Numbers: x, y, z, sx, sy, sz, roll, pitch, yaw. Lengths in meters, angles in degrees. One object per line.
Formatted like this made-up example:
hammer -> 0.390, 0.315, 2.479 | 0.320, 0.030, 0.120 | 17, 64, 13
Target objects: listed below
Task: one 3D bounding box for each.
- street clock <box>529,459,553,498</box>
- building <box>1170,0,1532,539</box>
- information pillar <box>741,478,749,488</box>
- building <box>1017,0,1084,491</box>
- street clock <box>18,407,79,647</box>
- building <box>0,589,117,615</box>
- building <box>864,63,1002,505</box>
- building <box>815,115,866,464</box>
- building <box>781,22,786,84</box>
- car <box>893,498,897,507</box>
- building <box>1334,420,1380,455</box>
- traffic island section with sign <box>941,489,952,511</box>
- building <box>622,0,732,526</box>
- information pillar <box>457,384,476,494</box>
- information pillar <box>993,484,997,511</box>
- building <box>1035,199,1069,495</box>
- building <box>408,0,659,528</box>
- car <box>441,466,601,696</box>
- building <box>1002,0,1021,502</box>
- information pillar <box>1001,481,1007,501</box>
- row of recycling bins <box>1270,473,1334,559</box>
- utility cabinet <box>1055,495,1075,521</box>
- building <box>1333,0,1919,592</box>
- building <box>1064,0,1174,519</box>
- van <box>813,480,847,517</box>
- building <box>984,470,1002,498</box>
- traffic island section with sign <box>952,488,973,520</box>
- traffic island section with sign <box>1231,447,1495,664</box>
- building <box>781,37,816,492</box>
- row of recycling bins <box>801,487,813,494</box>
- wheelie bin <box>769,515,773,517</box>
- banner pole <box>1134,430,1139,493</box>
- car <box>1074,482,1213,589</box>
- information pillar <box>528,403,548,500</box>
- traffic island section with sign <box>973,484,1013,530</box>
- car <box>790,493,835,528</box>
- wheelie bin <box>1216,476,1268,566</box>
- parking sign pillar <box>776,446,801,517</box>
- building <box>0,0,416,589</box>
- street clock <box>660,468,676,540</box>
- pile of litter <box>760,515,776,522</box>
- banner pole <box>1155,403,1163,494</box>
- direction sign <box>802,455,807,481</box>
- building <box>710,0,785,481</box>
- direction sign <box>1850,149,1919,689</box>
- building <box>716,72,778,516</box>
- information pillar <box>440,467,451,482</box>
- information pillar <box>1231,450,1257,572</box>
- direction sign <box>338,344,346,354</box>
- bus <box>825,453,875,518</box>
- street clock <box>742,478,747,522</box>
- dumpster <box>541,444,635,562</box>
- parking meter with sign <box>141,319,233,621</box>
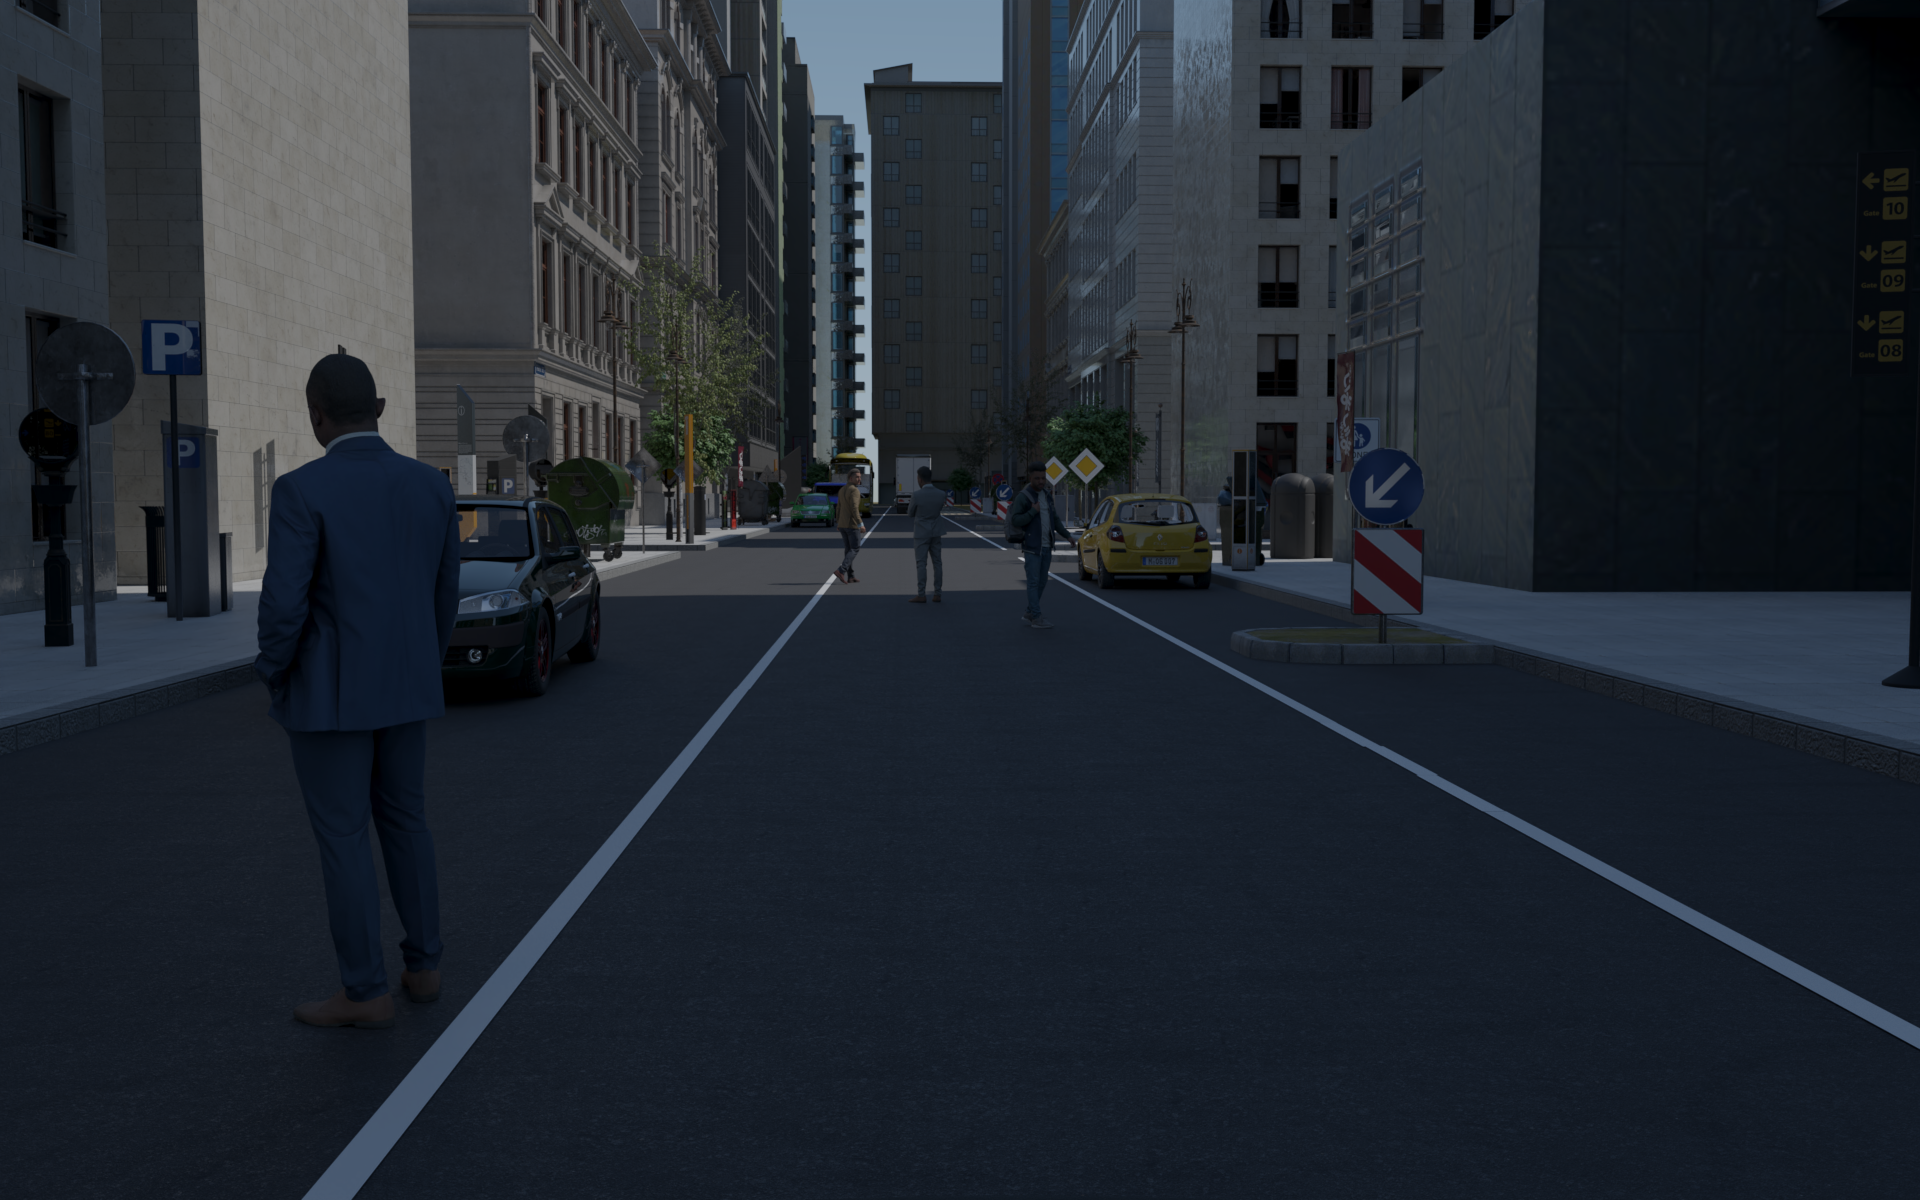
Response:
street clock -> -8.600, -1.898, 35.598 | 0.358, 2.002, 0.471 | 3, 5, 41
building -> 15.797, -12.181, 53.917 | 16.860, 20.320, 10.420 | 0, 4, -2
information pillar -> -9.892, -4.593, 79.581 | 0.304, 2.012, 0.304 | -1, 4, -20
building -> 11.883, -29.733, 136.249 | 14.600, 45.320, 14.200 | 0, 4, -2
street clock -> -7.611, -0.612, 14.576 | 0.471, 2.002, 0.358 | -1, 4, -15
building -> -15.096, -9.605, 11.786 | 10.420, 20.320, 16.860 | 0, 4, -2
building -> 1.857, -38.652, 221.197 | 27.495, 52.752, 28.713 | 0, 4, -2
building -> -27.143, -36.540, 217.043 | 30.456, 49.044, 23.786 | 0, 4, -2
building -> -26.513, -32.380, 149.020 | 23.786, 49.044, 30.456 | 0, 4, -2
car -> -6.434, -11.080, 193.164 | 2.014, 1.417, 4.499 | 0, 4, -4
building -> 47.722, -34.264, 183.924 | 21.600, 48.544, 21.300 | 0, 4, -2
traffic island section with sign -> -0.976, -8.481, 147.287 | 1.989, 1.847, 2.006 | 0, 4, -2
building -> -18.535, -17.906, 80.153 | 14.401, 28.519, 23.554 | 0, 4, -2
information pillar -> -10.528, -2.789, 36.949 | 0.504, 3.616, 0.183 | 2, 4, 34
information pillar -> 2.493, -7.100, 120.573 | 0.304, 2.012, 0.304 | 2, 4, 29
building -> 11.375, -16.761, 110.192 | 11.583, 22.565, 21.152 | 0, 4, -2
building -> -17.283, -13.554, 57.763 | 11.583, 22.565, 21.152 | 0, 4, -2
car -> -3.882, -0.225, 13.467 | 2.009, 1.686, 4.222 | 0, 4, -4
building -> 14.303, -37.621, 157.107 | 21.231, 58.520, 28.212 | 0, 4, -2
information pillar -> 2.429, -5.560, 95.401 | 0.304, 2.012, 0.304 | 0, 4, 3
row of recycling bins -> 7.688, -1.719, 35.216 | 3.534, 1.692, 1.069 | -3, 5, -39
utility cabinet -> 4.926, -4.345, 82.207 | 1.020, 1.237, 0.306 | -1, 4, -21
building -> 18.796, -42.978, 15.361 | 22.319, 86.520, 31.000 | 0, 4, -2
building -> 12.078, -18.780, 84.553 | 11.434, 29.767, 29.804 | 0, 4, -2
van -> -6.652, -5.237, 90.015 | 2.240, 2.365, 5.245 | 0, 4, -1
building -> 13.298, -45.470, 181.689 | 20.563, 71.187, 20.611 | 0, 4, -2
traffic island section with sign -> 0.730, -5.412, 97.115 | 1.989, 1.847, 2.006 | 0, 4, -2
traffic island section with sign -> 3.508, -0.424, 15.558 | 1.989, 1.847, 2.006 | 0, 4, -2
building -> -26.187, -34.120, 181.561 | 21.600, 48.544, 21.300 | 0, 4, -2
row of recycling bins -> -9.503, -5.985, 104.969 | 1.069, 1.692, 3.534 | 0, 4, 1
wheelie bin -> -10.982, -5.536, 98.419 | 0.980, 1.594, 0.693 | 1, 4, 9
banner pole -> 6.900, -4.746, 67.612 | 0.401, 3.779, 0.863 | 1, 4, 19
car -> 2.880, -1.065, 27.637 | 2.015, 1.641, 3.980 | 0, 4, -3
information pillar -> -10.916, -3.268, 44.794 | 0.504, 3.616, 0.183 | 0, 4, -7
traffic island section with sign -> 1.651, -3.764, 70.175 | 1.989, 1.847, 2.006 | 0, 4, -2
car -> -6.420, -4.087, 75.619 | 1.959, 1.807, 4.718 | 0, 4, -2
wheelie bin -> 5.006, -1.410, 30.963 | 0.980, 1.594, 0.693 | -2, 4, -25
parking sign pillar -> -9.563, -6.627, 96.818 | 1.447, 3.967, 1.447 | -2, 4, -34
building -> -19.098, -10.637, 28.664 | 16.860, 20.320, 10.420 | 0, 4, -2
street clock -> -8.108, -2.674, 48.296 | 0.471, 2.002, 0.358 | -1, 4, -14
pile of litter -> -9.129, -4.111, 81.179 | 1.176, 0.858, 1.719 | 1, 4, 10
banner pole -> 5.436, -3.515, 47.489 | 0.401, 3.779, 0.863 | 1, 4, 18
direction sign -> -9.222, -6.619, 100.214 | 0.876, 3.537, 0.379 | 2, 4, 34
building -> -20.388, -27.088, 126.490 | 14.154, 41.232, 14.086 | 0, 4, -2
direction sign -> 6.364, -1.190, 11.453 | 0.876, 3.537, 0.379 | 1, 4, 16
building -> -18.974, -19.034, 104.717 | 14.314, 27.812, 24.014 | 0, 4, -2
information pillar -> -14.158, -2.643, 47.709 | 0.304, 2.012, 0.304 | -1, 4, -15
information pillar -> 4.720, -1.485, 28.778 | 0.304, 2.012, 0.304 | 3, 4, 36
direction sign -> -9.481, -2.121, 26.684 | 0.379, 3.537, 0.876 | -1, 4, -13
bus -> -6.699, -7.104, 107.694 | 2.896, 3.916, 12.252 | 0, 4, -2
street clock -> -9.771, -4.535, 78.723 | 0.358, 2.002, 0.471 | -1, 4, -9
dumpster -> -7.161, -1.888, 33.369 | 1.502, 2.255, 1.985 | 0, 4, -2
parking meter with sign -> -8.073, -1.345, 18.245 | 0.543, 3.016, 1.738 | -1, 4, -12
